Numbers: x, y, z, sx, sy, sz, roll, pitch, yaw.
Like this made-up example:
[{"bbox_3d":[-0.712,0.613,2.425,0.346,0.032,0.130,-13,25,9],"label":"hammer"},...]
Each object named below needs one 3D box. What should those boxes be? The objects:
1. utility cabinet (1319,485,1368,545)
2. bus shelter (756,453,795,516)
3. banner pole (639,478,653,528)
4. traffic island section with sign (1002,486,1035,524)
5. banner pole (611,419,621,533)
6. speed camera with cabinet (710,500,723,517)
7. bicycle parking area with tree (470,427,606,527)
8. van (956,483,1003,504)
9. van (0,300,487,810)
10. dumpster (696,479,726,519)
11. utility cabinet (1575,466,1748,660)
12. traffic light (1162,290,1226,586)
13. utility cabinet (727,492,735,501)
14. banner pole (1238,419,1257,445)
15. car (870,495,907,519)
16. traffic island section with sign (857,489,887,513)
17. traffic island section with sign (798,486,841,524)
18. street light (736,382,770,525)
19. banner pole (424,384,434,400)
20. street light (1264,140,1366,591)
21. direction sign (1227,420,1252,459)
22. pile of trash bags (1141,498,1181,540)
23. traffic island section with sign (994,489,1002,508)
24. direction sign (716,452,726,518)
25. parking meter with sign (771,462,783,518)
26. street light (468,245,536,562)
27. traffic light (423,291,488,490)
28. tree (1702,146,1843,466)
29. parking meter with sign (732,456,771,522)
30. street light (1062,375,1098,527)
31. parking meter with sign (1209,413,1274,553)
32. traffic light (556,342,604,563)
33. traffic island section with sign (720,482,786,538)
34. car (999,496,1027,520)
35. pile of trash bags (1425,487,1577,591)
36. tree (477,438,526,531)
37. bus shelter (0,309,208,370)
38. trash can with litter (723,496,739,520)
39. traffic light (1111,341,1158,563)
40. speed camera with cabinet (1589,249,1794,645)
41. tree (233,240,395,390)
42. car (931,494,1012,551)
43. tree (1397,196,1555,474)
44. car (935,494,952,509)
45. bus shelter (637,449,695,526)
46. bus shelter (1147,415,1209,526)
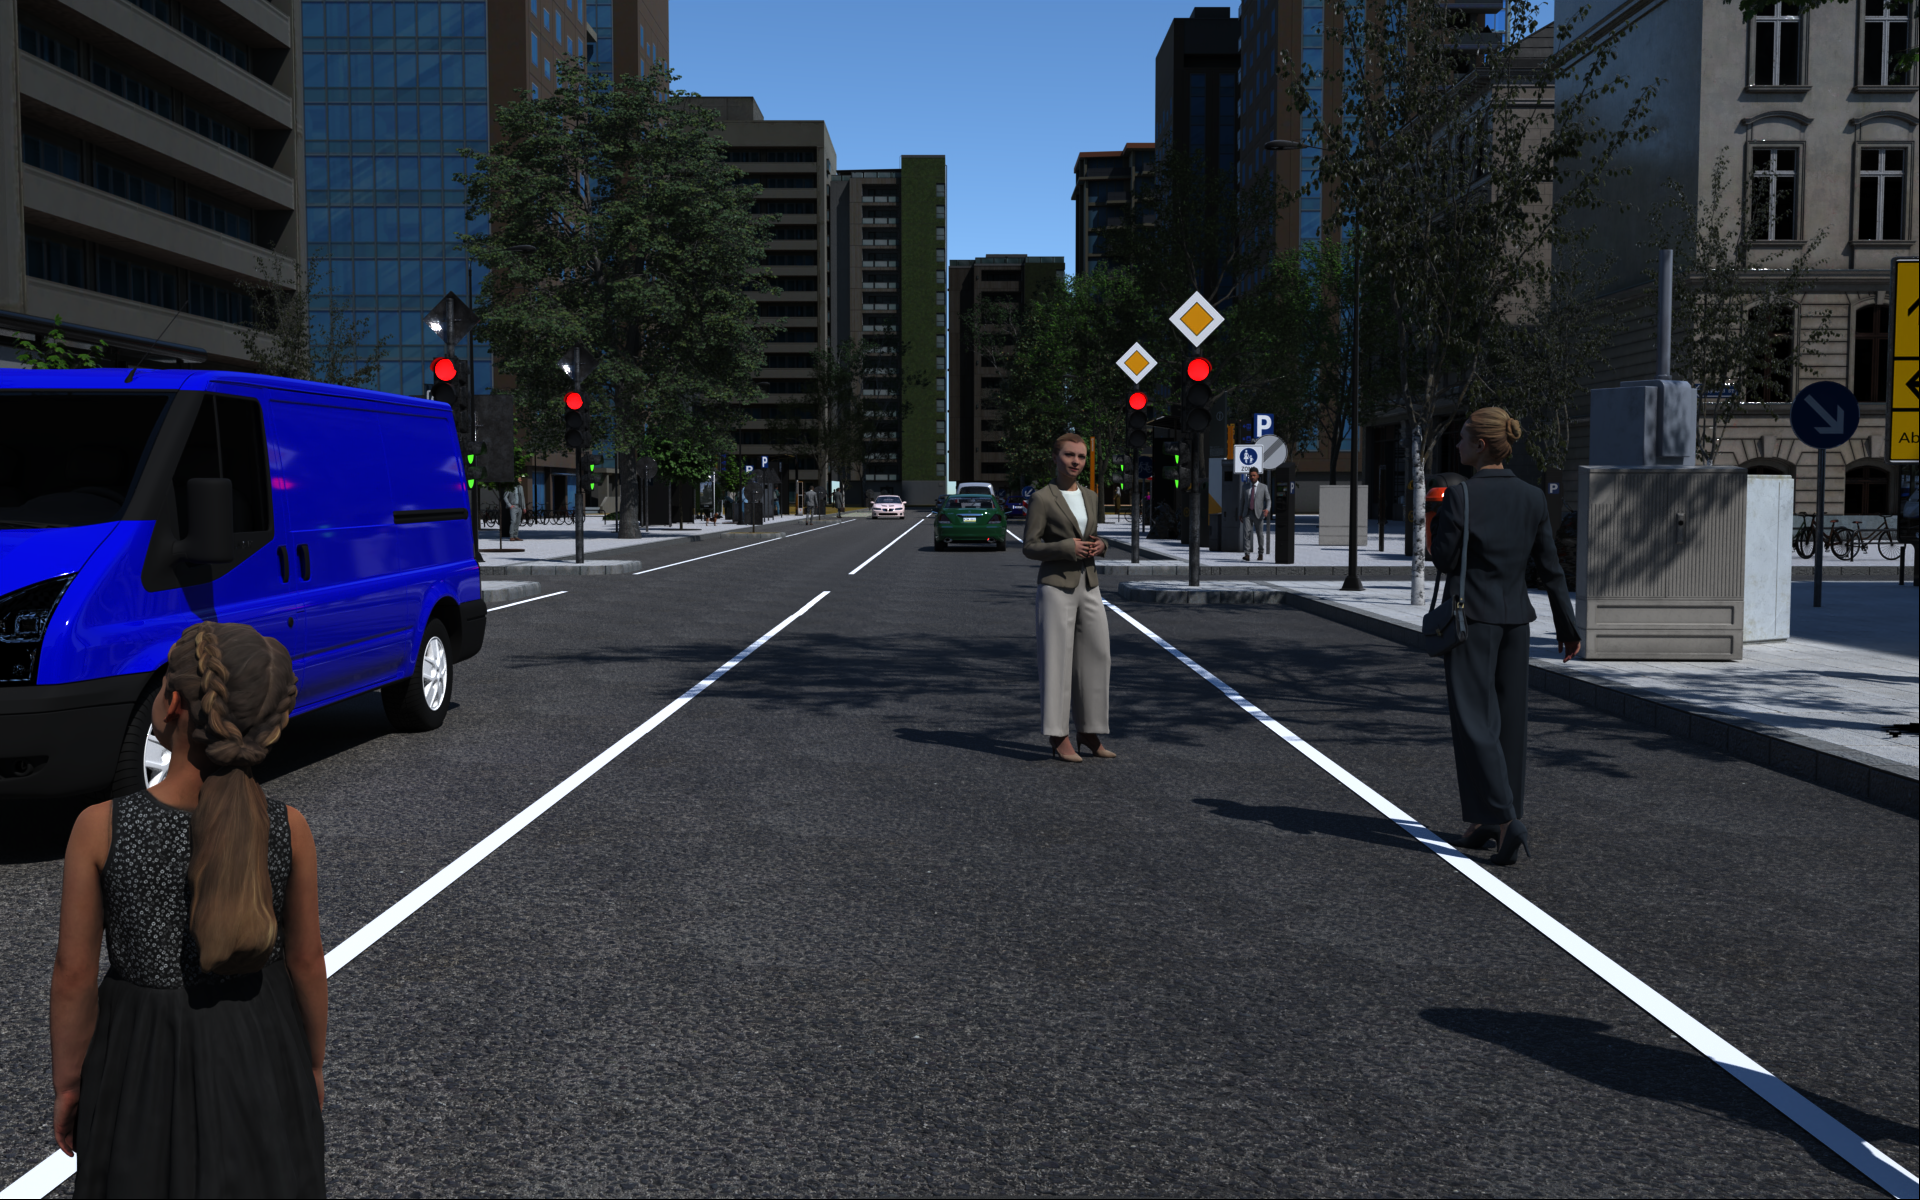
[{"bbox_3d":[9.509,-2.097,42.962,1.173,1.500,0.318,1,4,13],"label":"utility cabinet"},{"bbox_3d":[-10.953,-6.841,103.127,1.731,3.624,6.357,0,4,0],"label":"bus shelter"},{"bbox_3d":[-11.946,-4.639,65.865,0.863,3.779,0.401,3,4,37],"label":"banner pole"},{"bbox_3d":[3.194,-4.609,83.985,1.989,1.847,2.006,0,3,0],"label":"traffic island section with sign"},{"bbox_3d":[-11.370,-4.157,57.976,0.401,3.779,0.863,2,4,25],"label":"banner pole"},{"bbox_3d":[-13.958,-6.331,97.851,0.660,3.252,2.038,0,4,8],"label":"speed camera with cabinet"},{"bbox_3d":[-19.411,-5.160,71.366,9.016,4.147,8.231,3,5,43],"label":"bicycle parking area with tree"},{"bbox_3d":[0.590,-3.511,64.418,2.013,2.044,4.112,0,4,1],"label":"van"},{"bbox_3d":[-4.133,-0.275,8.879,2.240,2.365,5.245,0,4,1],"label":"van"},{"bbox_3d":[-12.896,-5.280,88.823,1.502,2.255,1.985,0,3,0],"label":"dumpster"},{"bbox_3d":[5.383,-0.284,13.317,1.173,1.500,0.318,0,4,4],"label":"utility cabinet"},{"bbox_3d":[3.245,-2.147,24.030,0.839,4.253,0.868,0,3,0],"label":"traffic light"},{"bbox_3d":[-13.614,-5.775,103.102,0.318,1.500,1.173,-1,4,-14],"label":"utility cabinet"},{"bbox_3d":[9.615,-4.165,58.119,0.863,3.779,0.401,1,4,20],"label":"banner pole"},{"bbox_3d":[-4.115,-5.341,99.683,2.083,1.381,4.827,0,4,-2],"label":"car"},{"bbox_3d":[-6.912,-7.676,134.124,1.989,1.847,2.006,0,3,0],"label":"traffic island section with sign"},{"bbox_3d":[-6.827,-4.653,84.697,1.989,1.847,2.006,0,3,0],"label":"traffic island section with sign"},{"bbox_3d":[-8.592,-6.082,71.978,1.470,5.913,1.316,0,3,0],"label":"street light"},{"bbox_3d":[-10.389,-2.741,34.828,0.401,3.779,0.863,3,5,42],"label":"banner pole"},{"bbox_3d":[4.689,-3.080,22.905,1.470,5.913,1.316,0,3,0],"label":"street light"},{"bbox_3d":[8.488,-3.724,52.890,0.876,3.537,0.379,-1,4,-15],"label":"direction sign"},{"bbox_3d":[6.790,-2.385,48.739,1.912,1.369,3.447,-2,4,-30],"label":"pile of trash bags"},{"bbox_3d":[3.063,-9.359,161.642,1.989,1.847,2.006,0,3,0],"label":"traffic island section with sign"},{"bbox_3d":[-12.911,-6.177,92.989,0.876,3.537,0.379,-3,5,-40],"label":"direction sign"},{"bbox_3d":[-10.483,-5.964,93.776,1.738,3.016,0.543,-1,4,-17],"label":"parking meter with sign"},{"bbox_3d":[-8.598,-3.664,32.455,1.470,5.913,1.316,0,3,0],"label":"street light"},{"bbox_3d":[-7.016,-2.145,23.997,0.839,4.253,0.868,0,3,0],"label":"traffic light"},{"bbox_3d":[16.576,-5.342,37.709,4.360,8.622,3.978,0,3,0],"label":"tree"},{"bbox_3d":[-9.677,-5.092,79.521,1.738,3.016,0.543,2,4,28],"label":"parking meter with sign"},{"bbox_3d":[4.682,-5.810,67.528,1.470,5.913,1.316,0,3,0],"label":"street light"},{"bbox_3d":[6.144,-2.567,38.232,0.543,3.016,1.738,-2,4,-28],"label":"parking meter with sign"},{"bbox_3d":[-7.029,-2.634,31.982,0.839,4.253,0.868,0,3,0],"label":"traffic light"},{"bbox_3d":[-6.771,-2.955,56.948,1.989,1.847,2.006,0,3,0],"label":"traffic island section with sign"},{"bbox_3d":[2.995,-4.692,89.298,1.945,1.354,3.894,0,4,-1],"label":"car"},{"bbox_3d":[7.808,-0.835,23.407,3.447,1.369,1.912,-1,4,-16],"label":"pile of trash bags"},{"bbox_3d":[-16.965,-4.743,61.264,4.285,4.588,4.351,0,3,0],"label":"tree"},{"bbox_3d":[-11.811,-2.614,20.373,2.179,5.291,8.768,0,4,0],"label":"bus shelter"},{"bbox_3d":[-11.216,-4.559,85.927,1.055,1.170,0.624,2,4,28],"label":"trash can with litter"},{"bbox_3d":[3.232,-2.636,32.015,0.839,4.253,0.868,0,3,0],"label":"traffic light"},{"bbox_3d":[6.206,-1.242,14.646,2.038,3.252,0.660,-2,4,-32],"label":"speed camera with cabinet"},{"bbox_3d":[-19.241,-6.161,51.098,4.360,8.622,3.978,0,3,0],"label":"tree"},{"bbox_3d":[0.294,-2.026,44.917,2.131,1.459,4.920,0,4,1],"label":"car"},{"bbox_3d":[14.840,-7.301,53.791,7.601,10.594,8.767,0,4,4],"label":"tree"},{"bbox_3d":[-0.892,-7.131,128.599,2.014,1.417,4.499,0,4,1],"label":"car"},{"bbox_3d":[-12.051,-4.950,72.212,1.731,3.624,6.357,0,4,0],"label":"bus shelter"},{"bbox_3d":[6.840,-3.849,54.208,1.731,3.624,6.357,0,3,0],"label":"bus shelter"}]
